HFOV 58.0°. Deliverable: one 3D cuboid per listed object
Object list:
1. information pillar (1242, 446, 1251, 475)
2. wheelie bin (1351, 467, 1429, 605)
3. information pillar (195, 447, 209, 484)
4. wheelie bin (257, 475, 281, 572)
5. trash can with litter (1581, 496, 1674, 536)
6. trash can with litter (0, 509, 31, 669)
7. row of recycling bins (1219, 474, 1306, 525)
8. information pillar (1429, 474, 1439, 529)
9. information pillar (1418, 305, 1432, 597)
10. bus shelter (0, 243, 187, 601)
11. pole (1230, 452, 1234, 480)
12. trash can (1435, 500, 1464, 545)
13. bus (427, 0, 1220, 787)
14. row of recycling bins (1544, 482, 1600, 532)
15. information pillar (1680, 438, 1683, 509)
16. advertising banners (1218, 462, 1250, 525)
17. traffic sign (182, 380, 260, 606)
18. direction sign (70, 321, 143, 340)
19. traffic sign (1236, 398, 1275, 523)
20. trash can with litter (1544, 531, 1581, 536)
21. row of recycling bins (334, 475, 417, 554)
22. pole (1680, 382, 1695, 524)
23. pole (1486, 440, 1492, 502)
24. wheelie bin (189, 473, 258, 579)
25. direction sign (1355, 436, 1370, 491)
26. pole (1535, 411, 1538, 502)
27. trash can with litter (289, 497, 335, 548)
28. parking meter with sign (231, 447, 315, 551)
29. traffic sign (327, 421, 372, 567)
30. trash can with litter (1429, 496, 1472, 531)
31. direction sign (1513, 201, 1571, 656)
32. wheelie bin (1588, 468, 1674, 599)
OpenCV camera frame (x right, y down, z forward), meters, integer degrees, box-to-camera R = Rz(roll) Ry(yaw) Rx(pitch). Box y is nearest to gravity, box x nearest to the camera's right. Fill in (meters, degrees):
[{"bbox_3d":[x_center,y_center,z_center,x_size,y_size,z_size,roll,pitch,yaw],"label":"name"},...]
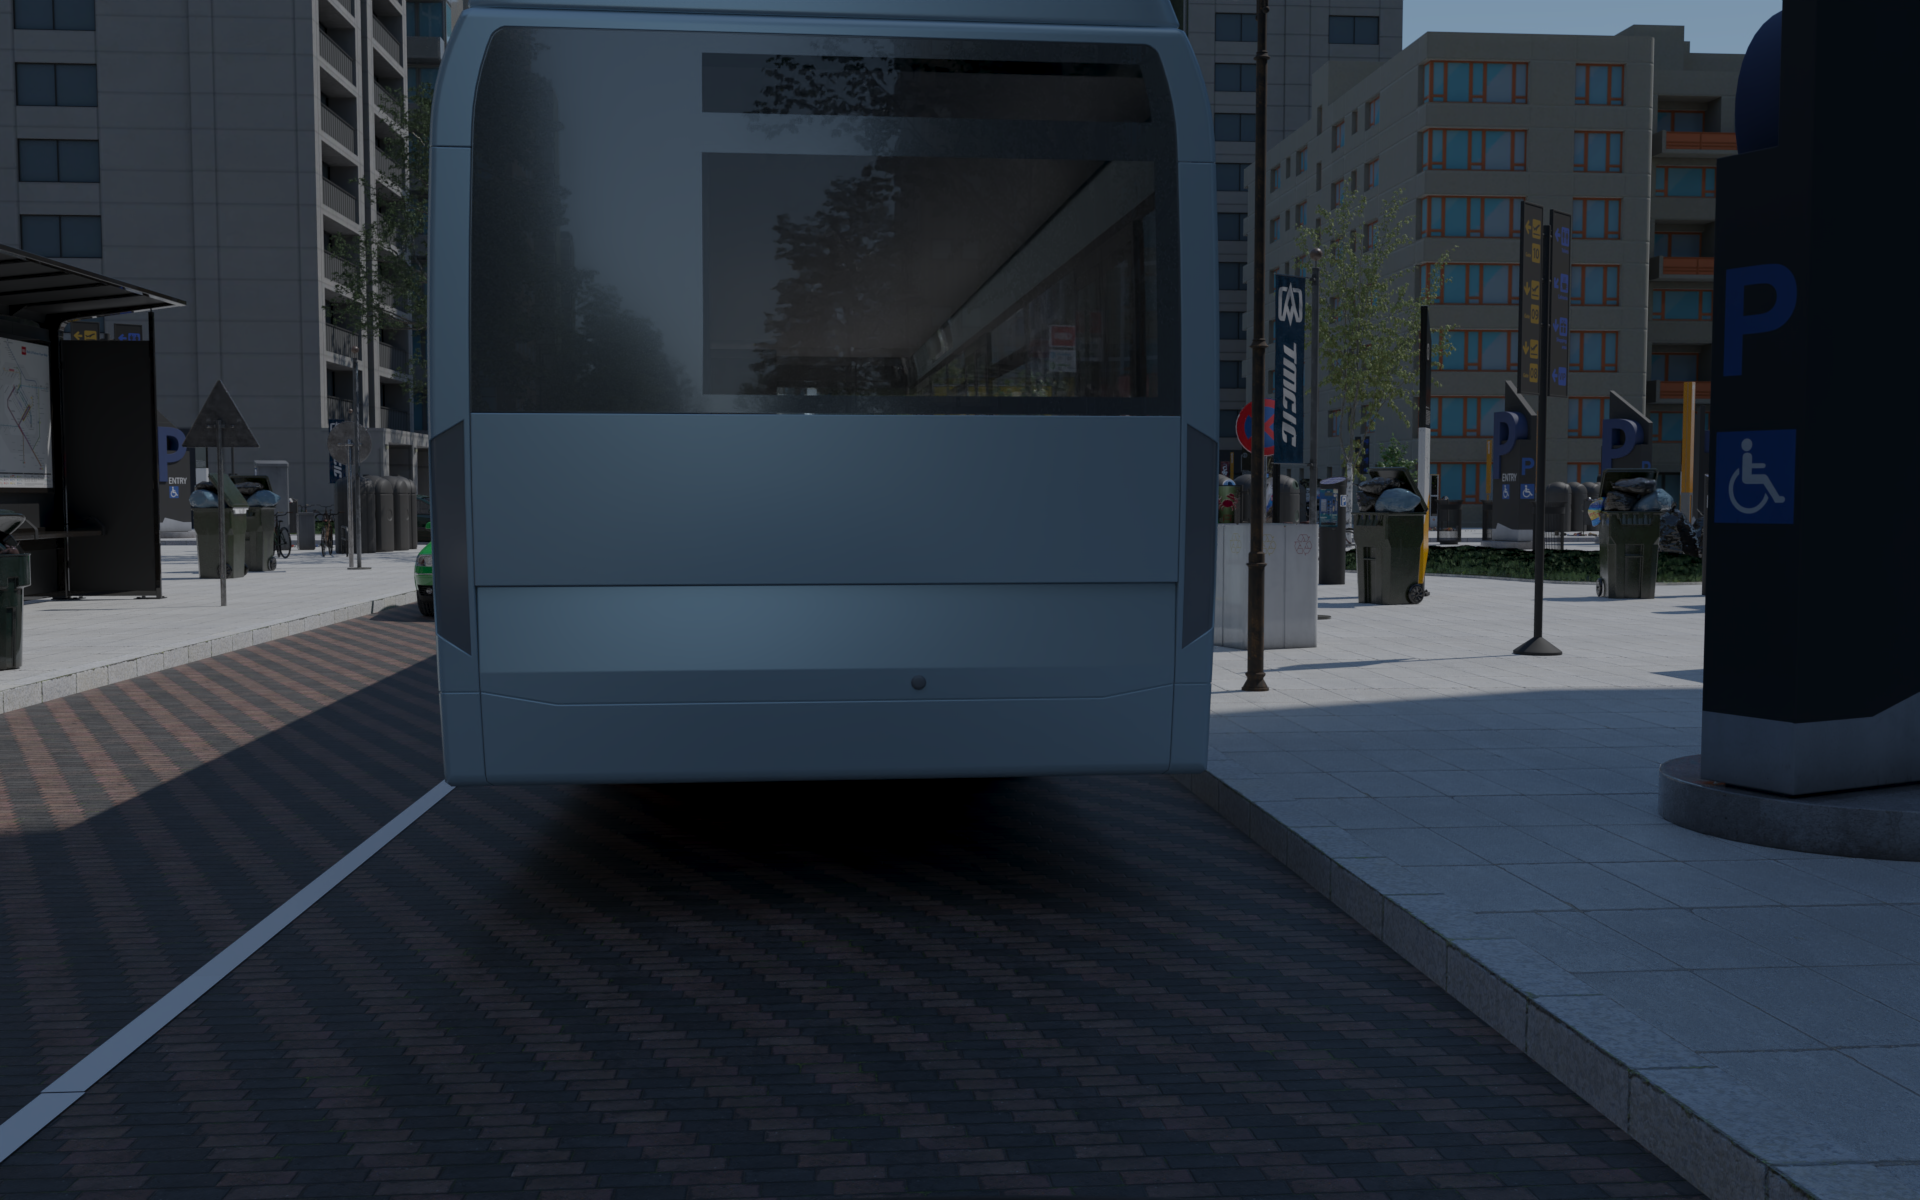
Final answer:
[{"bbox_3d":[13.117,-5.380,79.316,0.504,3.616,0.183,1,4,8],"label":"information pillar"},{"bbox_3d":[5.011,-0.754,20.230,0.693,1.594,0.980,-2,4,-28],"label":"wheelie bin"},{"bbox_3d":[-24.347,-3.934,55.673,0.504,3.616,0.183,2,4,25],"label":"information pillar"},{"bbox_3d":[-11.770,-1.276,28.776,0.980,1.594,0.693,0,4,0],"label":"wheelie bin"},{"bbox_3d":[15.614,-1.722,39.216,1.678,1.210,2.233,-2,4,-33],"label":"trash can with litter"},{"bbox_3d":[-7.351,-0.078,12.669,1.055,1.170,0.624,1,4,19],"label":"trash can with litter"},{"bbox_3d":[5.706,-1.783,36.269,3.534,1.692,1.069,-3,4,-37],"label":"row of recycling bins"},{"bbox_3d":[17.641,-3.665,64.421,0.304,2.012,0.304,1,4,18],"label":"information pillar"},{"bbox_3d":[5.842,-1.862,21.805,0.183,3.616,0.504,1,4,22],"label":"information pillar"},{"bbox_3d":[-10.004,-1.637,18.051,1.731,3.624,6.357,0,4,-5],"label":"bus shelter"},{"bbox_3d":[13.295,-5.558,84.709,0.158,3.312,0.155,0,3,0],"label":"pole"},{"bbox_3d":[12.442,-1.981,44.039,0.748,1.137,0.748,0,3,0],"label":"trash can"},{"bbox_3d":[-1.116,-1.059,12.180,2.948,3.499,13.247,0,4,-6],"label":"bus"},{"bbox_3d":[21.310,-3.207,59.551,3.534,1.692,1.069,-3,5,-41],"label":"row of recycling bins"},{"bbox_3d":[26.569,-4.420,63.630,0.183,3.616,0.504,1,4,11],"label":"information pillar"},{"bbox_3d":[3.191,-1.760,24.964,2.074,3.025,0.090,2,4,33],"label":"advertising banners"},{"bbox_3d":[-8.431,-1.208,19.758,0.884,2.594,0.081,0,4,0],"label":"traffic sign"},{"bbox_3d":[-11.266,-1.895,22.974,0.876,3.537,0.379,-3,5,-41],"label":"direction sign"},{"bbox_3d":[4.045,-1.405,23.074,0.768,2.556,0.104,0,4,2],"label":"traffic sign"},{"bbox_3d":[18.999,-2.571,53.086,2.233,1.210,1.678,2,4,31],"label":"trash can with litter"},{"bbox_3d":[-13.040,-1.943,38.881,1.069,1.692,3.534,0,4,1],"label":"row of recycling bins"},{"bbox_3d":[13.272,-2.309,31.603,0.158,3.312,0.155,0,3,0],"label":"pole"},{"bbox_3d":[19.961,-4.377,65.399,0.158,3.312,0.155,0,3,0],"label":"pole"},{"bbox_3d":[-11.304,-1.132,26.410,0.693,1.594,0.980,0,4,0],"label":"wheelie bin"},{"bbox_3d":[15.785,-4.653,68.069,0.379,3.537,0.876,-2,4,-25],"label":"direction sign"},{"bbox_3d":[14.157,-2.964,42.309,0.158,3.312,0.155,0,3,0],"label":"pole"},{"bbox_3d":[-15.815,-1.866,41.572,2.233,1.210,1.678,0,4,4],"label":"trash can with litter"},{"bbox_3d":[-15.600,-2.632,39.299,1.738,3.016,0.543,-2,4,-30],"label":"parking meter with sign"},{"bbox_3d":[-10.706,-1.852,30.392,0.768,2.556,0.104,0,4,-4],"label":"traffic sign"},{"bbox_3d":[16.861,-3.018,60.398,1.678,1.210,2.233,0,4,-6],"label":"trash can with litter"},{"bbox_3d":[4.634,-1.333,13.789,0.379,3.537,0.876,3,5,42],"label":"direction sign"},{"bbox_3d":[8.283,-0.823,21.360,0.980,1.594,0.693,0,4,8],"label":"wheelie bin"}]
